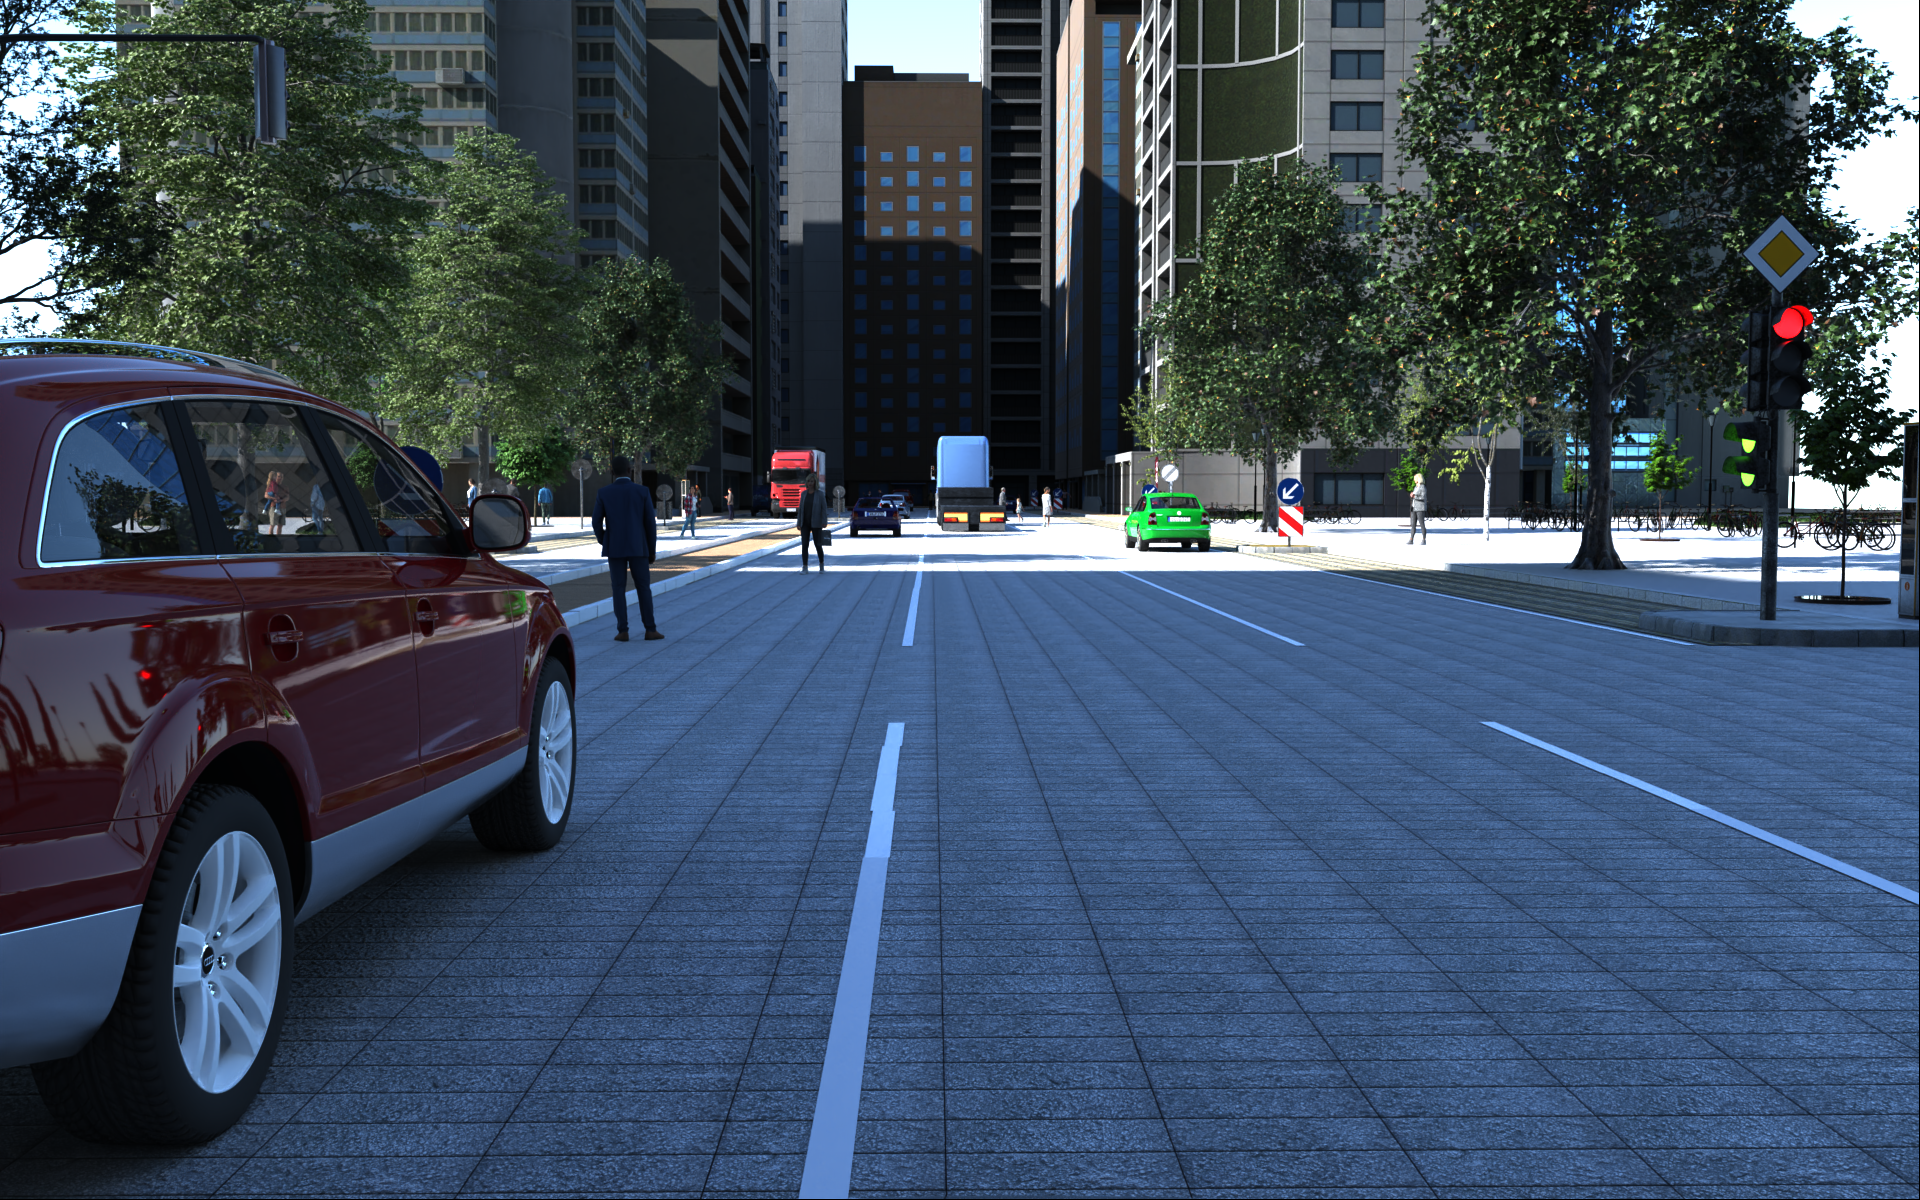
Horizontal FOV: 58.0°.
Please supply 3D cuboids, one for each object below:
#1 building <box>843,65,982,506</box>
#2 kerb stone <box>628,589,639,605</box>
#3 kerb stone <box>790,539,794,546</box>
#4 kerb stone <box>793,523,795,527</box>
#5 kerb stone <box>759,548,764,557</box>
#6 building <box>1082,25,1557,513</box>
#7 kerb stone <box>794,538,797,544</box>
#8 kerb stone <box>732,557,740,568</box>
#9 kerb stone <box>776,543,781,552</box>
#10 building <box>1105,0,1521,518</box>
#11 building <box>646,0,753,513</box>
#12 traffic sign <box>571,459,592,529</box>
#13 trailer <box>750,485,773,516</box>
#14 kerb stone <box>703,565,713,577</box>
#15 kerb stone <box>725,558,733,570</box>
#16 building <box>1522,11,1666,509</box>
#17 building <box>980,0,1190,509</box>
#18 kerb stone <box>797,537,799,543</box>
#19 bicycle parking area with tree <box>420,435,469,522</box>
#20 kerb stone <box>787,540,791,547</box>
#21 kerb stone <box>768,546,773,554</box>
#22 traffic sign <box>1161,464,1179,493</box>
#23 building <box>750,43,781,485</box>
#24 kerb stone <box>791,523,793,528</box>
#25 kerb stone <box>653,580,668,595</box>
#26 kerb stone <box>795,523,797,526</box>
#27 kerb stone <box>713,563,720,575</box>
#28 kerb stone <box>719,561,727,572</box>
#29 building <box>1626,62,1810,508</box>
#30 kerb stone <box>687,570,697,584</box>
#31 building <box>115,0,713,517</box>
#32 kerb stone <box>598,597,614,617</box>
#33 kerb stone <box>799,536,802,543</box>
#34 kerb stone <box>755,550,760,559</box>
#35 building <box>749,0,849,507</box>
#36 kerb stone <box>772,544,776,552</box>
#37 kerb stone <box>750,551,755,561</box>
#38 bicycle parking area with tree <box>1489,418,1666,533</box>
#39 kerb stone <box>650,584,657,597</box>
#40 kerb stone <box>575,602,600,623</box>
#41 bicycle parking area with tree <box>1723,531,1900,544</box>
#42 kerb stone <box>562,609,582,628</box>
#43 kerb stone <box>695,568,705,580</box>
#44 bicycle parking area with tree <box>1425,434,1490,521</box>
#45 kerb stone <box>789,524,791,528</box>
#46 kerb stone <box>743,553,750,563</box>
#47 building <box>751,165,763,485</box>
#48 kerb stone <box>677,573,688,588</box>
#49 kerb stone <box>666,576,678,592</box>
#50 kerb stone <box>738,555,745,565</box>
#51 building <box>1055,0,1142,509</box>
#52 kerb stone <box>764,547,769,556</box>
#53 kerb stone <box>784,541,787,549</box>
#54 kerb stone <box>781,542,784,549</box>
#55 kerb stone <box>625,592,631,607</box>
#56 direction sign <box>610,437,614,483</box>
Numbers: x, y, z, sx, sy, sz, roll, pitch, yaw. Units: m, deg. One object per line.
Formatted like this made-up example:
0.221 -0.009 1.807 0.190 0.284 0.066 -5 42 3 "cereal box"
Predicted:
-4.948 -32.697 184.706 14.200 45.320 14.600 0 4 -1 "building"
-4.301 -0.026 22.618 0.120 0.150 1.000 0 4 -1 "kerb stone"
-4.697 -1.528 47.186 0.120 0.150 1.000 0 4 -1 "kerb stone"
-7.232 -3.156 73.832 0.120 0.150 1.000 0 4 -1 "kerb stone"
-4.576 -1.028 38.996 0.120 0.150 1.000 0 4 -1 "kerb stone"
25.673 -26.543 125.856 32.217 40.220 23.993 0 4 -1 "building"
-4.717 -1.591 48.214 0.120 0.150 1.000 0 4 -1 "kerb stone"
-4.478 -0.714 33.875 0.120 0.150 1.000 0 4 -1 "kerb stone"
-4.627 -1.278 43.085 0.120 0.150 1.000 0 4 -1 "kerb stone"
19.940 -40.587 101.847 20.563 71.187 20.611 0 4 -1 "building"
-27.114 -30.795 127.196 21.300 48.544 21.600 0 4 -1 "building"
-13.708 -3.831 62.750 0.768 2.556 0.104 0 4 0 "traffic sign"
-12.525 -6.266 109.497 1.471 1.999 3.904 0 4 0 "trailer"
-4.420 -0.464 29.782 0.120 0.150 1.000 0 4 -1 "kerb stone"
-4.465 -0.652 32.853 0.120 0.150 1.000 0 4 -1 "kerb stone"
45.877 -51.524 155.088 31.000 86.520 22.319 0 4 -1 "building"
12.560 -45.758 186.397 20.611 71.187 20.563 0 4 -1 "building"
-4.738 -1.654 49.236 0.120 0.150 1.000 0 4 -1 "kerb stone"
-26.224 -5.752 81.044 9.016 4.147 8.231 1 4 19 "bicycle parking area with tree"
-4.682 -1.466 46.161 0.120 0.150 1.000 0 4 -1 "kerb stone"
-4.601 -1.151 41.041 0.120 0.150 1.000 0 4 -1 "kerb stone"
9.012 -4.548 74.473 0.768 2.556 0.104 0 4 0 "traffic sign"
-23.846 -29.140 160.032 14.086 41.232 14.154 0 4 -1 "building"
-7.214 -3.096 72.810 0.120 0.150 1.000 0 4 -1 "kerb stone"
-4.336 -0.151 24.662 0.120 0.150 1.000 0 4 -1 "kerb stone"
-7.252 -3.221 74.861 0.120 0.150 1.000 0 4 -1 "kerb stone"
-4.429 -0.527 30.804 0.120 0.150 1.000 0 4 -1 "kerb stone"
-4.449 -0.585 31.831 0.120 0.150 1.000 0 4 -1 "kerb stone"
68.348 -29.204 161.073 14.086 41.232 14.154 0 4 -1 "building"
-4.387 -0.339 27.730 0.120 0.150 1.000 0 4 -1 "kerb stone"
-32.096 -25.234 104.459 32.217 40.220 23.993 0 4 -1 "building"
-4.266 0.102 20.571 0.120 0.150 1.000 0 4 -1 "kerb stone"
-4.751 -1.715 50.266 0.120 0.150 1.000 0 4 -1 "kerb stone"
-4.549 -0.964 37.973 0.120 0.150 1.000 0 4 -1 "kerb stone"
-26.197 -39.432 186.707 28.212 58.520 21.231 0 4 -1 "building"
-4.624 -1.215 42.063 0.120 0.150 1.000 0 4 -1 "kerb stone"
-4.538 -0.902 36.950 0.120 0.150 1.000 0 4 -1 "kerb stone"
24.069 -4.531 61.077 8.231 4.147 9.016 0 4 3 "bicycle parking area with tree"
-4.317 -0.088 23.640 0.120 0.150 1.000 0 4 -1 "kerb stone"
-4.252 0.162 19.544 0.120 0.150 1.000 0 4 -1 "kerb stone"
27.604 -3.961 51.768 9.016 4.147 8.231 -2 4 -35 "bicycle parking area with tree"
-4.232 0.235 18.510 0.120 0.150 1.000 0 4 -1 "kerb stone"
-4.399 -0.401 28.752 0.120 0.150 1.000 0 4 -1 "kerb stone"
26.818 -5.773 81.393 9.016 4.147 8.231 -1 4 -22 "bicycle parking area with tree"
-7.200 -3.033 71.787 0.120 0.150 1.000 0 4 -1 "kerb stone"
-4.515 -0.837 35.922 0.120 0.150 1.000 0 4 -1 "kerb stone"
-24.354 -22.869 145.616 14.160 30.474 14.107 0 4 -1 "building"
-4.362 -0.276 26.708 0.120 0.150 1.000 0 4 -1 "kerb stone"
-4.350 -0.213 25.685 0.120 0.150 1.000 0 4 -1 "kerb stone"
-4.497 -0.777 34.899 0.120 0.150 1.000 0 4 -1 "kerb stone"
16.282 -31.208 160.364 14.600 45.320 14.200 0 4 -1 "building"
-4.583 -1.090 40.018 0.120 0.150 1.000 0 4 -1 "kerb stone"
-4.672 -1.403 45.132 0.120 0.150 1.000 0 4 -1 "kerb stone"
-4.657 -1.337 44.109 0.120 0.150 1.000 0 4 -1 "kerb stone"
-4.280 0.037 21.595 0.120 0.150 1.000 0 4 -1 "kerb stone"
-13.807 -4.696 68.785 0.379 3.537 0.876 0 4 -3 "direction sign"
